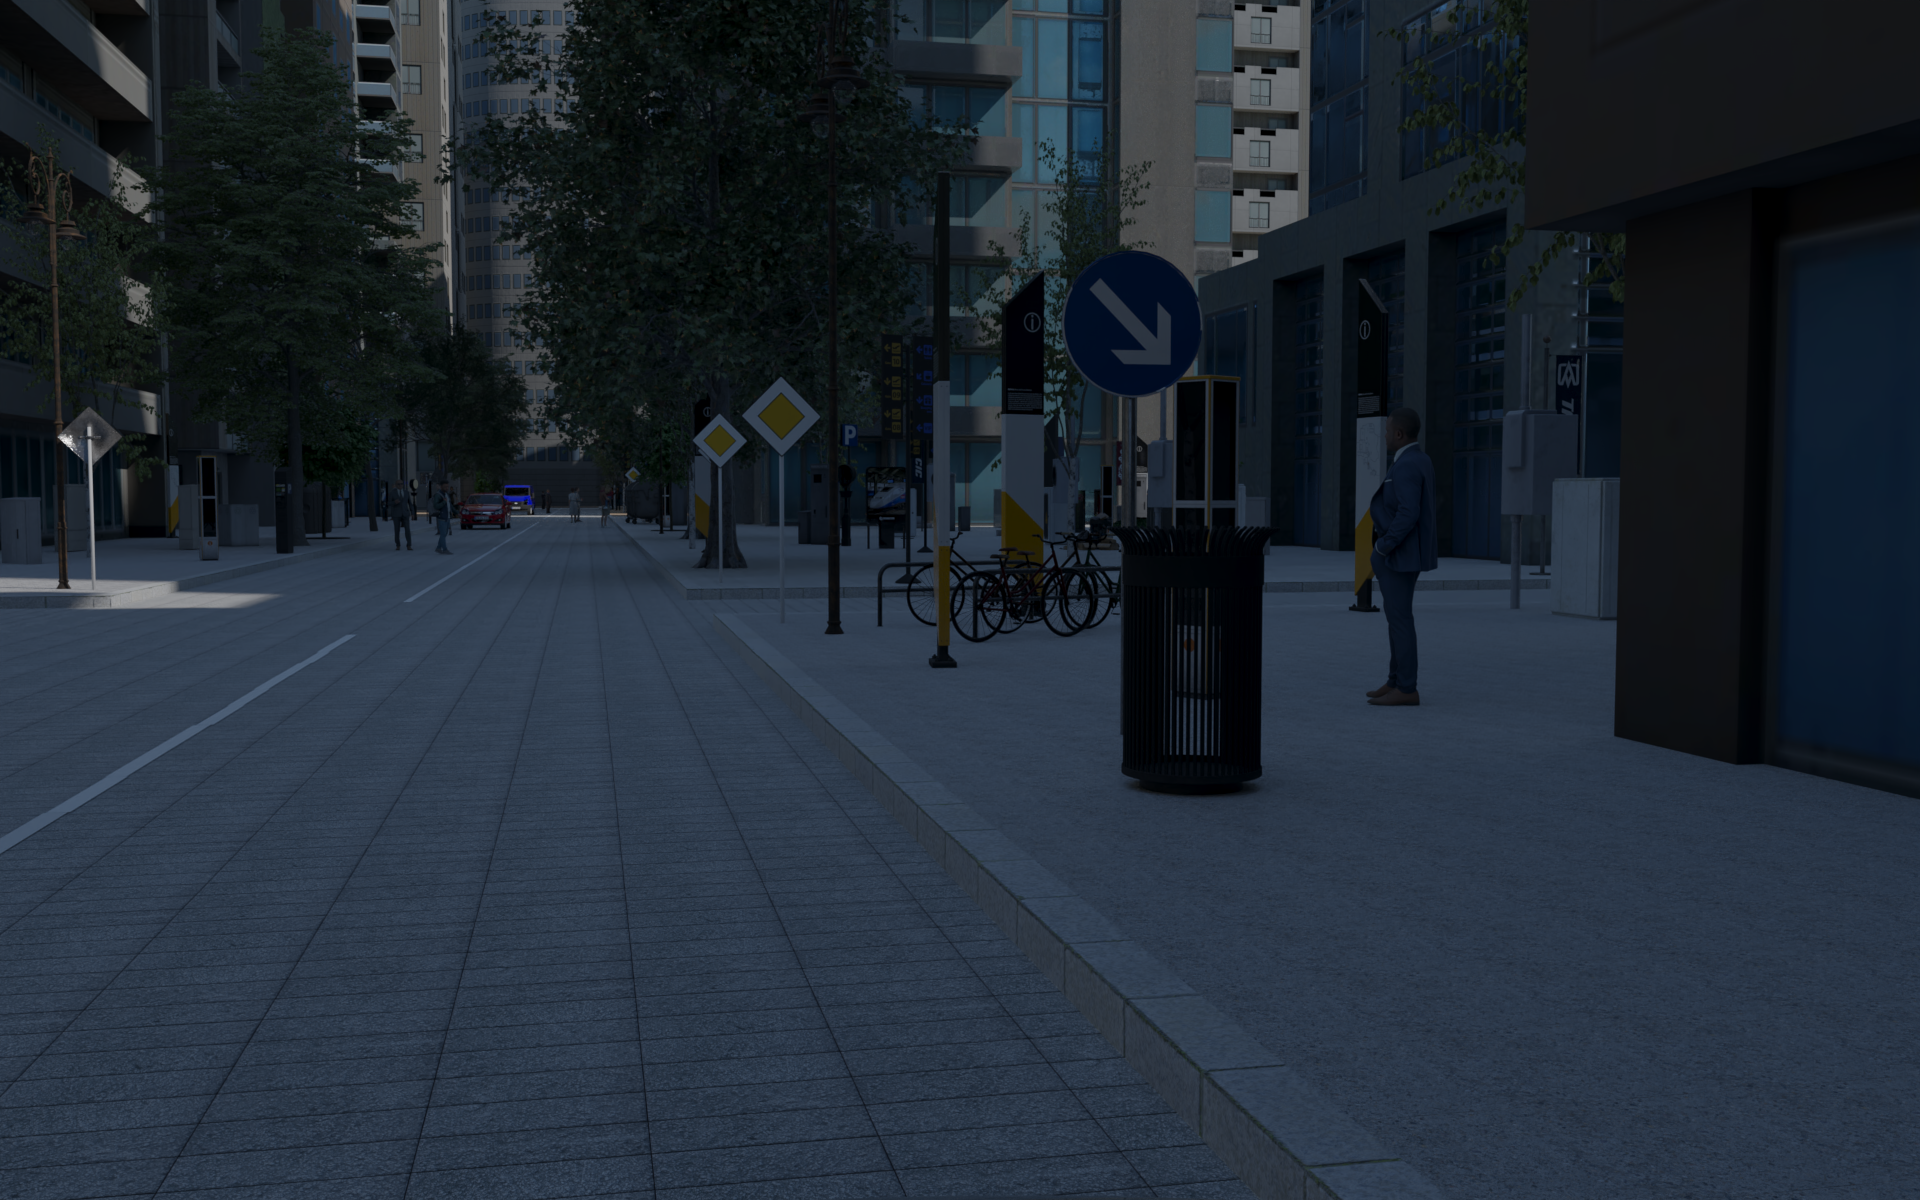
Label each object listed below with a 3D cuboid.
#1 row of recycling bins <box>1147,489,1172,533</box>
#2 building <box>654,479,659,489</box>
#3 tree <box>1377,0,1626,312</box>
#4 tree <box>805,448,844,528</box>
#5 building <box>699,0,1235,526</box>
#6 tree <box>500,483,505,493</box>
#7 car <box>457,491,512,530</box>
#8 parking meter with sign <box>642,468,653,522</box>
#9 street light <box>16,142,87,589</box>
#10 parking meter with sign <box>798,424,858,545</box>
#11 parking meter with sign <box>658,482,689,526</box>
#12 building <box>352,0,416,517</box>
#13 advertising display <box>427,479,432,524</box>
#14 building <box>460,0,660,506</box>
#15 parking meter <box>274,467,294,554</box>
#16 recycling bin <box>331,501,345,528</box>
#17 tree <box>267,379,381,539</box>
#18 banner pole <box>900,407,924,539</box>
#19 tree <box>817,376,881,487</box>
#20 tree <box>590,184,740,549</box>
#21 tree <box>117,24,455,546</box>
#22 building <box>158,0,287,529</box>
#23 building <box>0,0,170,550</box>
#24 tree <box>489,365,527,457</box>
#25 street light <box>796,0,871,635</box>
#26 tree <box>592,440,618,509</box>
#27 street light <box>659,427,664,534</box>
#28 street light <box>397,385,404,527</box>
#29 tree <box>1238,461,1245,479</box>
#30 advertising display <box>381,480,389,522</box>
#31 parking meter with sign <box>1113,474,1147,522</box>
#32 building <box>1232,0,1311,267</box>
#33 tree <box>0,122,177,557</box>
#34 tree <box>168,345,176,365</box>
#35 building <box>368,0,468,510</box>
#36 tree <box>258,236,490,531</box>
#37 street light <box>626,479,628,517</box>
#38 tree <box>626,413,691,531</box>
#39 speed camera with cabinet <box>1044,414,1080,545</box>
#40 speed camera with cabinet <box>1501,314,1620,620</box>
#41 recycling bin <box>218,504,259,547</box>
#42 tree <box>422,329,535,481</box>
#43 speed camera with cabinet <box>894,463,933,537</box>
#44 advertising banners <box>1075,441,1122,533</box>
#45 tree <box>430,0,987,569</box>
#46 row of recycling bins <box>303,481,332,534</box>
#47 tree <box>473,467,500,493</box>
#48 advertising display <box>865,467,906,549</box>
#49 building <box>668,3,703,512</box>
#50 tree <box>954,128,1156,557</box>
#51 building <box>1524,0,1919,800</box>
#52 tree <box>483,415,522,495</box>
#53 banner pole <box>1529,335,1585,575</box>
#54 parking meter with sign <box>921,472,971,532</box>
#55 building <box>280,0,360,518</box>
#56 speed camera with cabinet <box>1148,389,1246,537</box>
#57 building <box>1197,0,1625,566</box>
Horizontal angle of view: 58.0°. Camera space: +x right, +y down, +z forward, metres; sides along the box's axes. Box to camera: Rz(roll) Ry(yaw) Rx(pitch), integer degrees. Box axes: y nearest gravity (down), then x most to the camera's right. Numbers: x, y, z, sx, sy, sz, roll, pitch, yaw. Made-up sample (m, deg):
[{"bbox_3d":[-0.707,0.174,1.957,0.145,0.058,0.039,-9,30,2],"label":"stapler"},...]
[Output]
[{"bbox_3d":[6.755,-3.031,56.670,1.069,1.692,3.534,0,4,-4],"label":"row of recycling bins"},{"bbox_3d":[-16.265,-43.342,146.889,20.563,71.187,20.611,-1,4,-12],"label":"building"},{"bbox_3d":[5.731,-3.904,14.200,4.737,8.622,4.395,0,3,0],"label":"tree"},{"bbox_3d":[-4.835,-4.314,65.136,1.663,3.219,1.824,0,3,0],"label":"tree"},{"bbox_3d":[-1.103,-28.258,81.622,23.786,49.044,30.456,-1,4,-12],"label":"building"},{"bbox_3d":[-41.903,-9.907,156.583,1.663,3.219,1.824,0,3,0],"label":"tree"},{"bbox_3d":[-19.453,-3.793,71.063,2.155,1.783,4.494,-1,4,-11],"label":"car"},{"bbox_3d":[-14.498,-5.125,80.048,0.543,3.016,1.738,-1,4,-19],"label":"parking meter with sign"},{"bbox_3d":[-12.127,-3.087,23.257,0.468,5.910,1.993,-1,4,-12],"label":"street light"},{"bbox_3d":[-3.402,-2.910,43.839,1.738,3.016,0.543,3,5,40],"label":"parking meter with sign"},{"bbox_3d":[-11.456,-4.530,70.324,1.738,3.016,0.543,1,4,16],"label":"parking meter with sign"},{"bbox_3d":[-45.489,-48.567,106.737,22.319,86.520,31.000,-1,4,-12],"label":"building"},{"bbox_3d":[-22.781,-4.232,74.408,0.123,1.923,0.974,-1,4,-20],"label":"advertising display"},{"bbox_3d":[-42.439,-39.694,190.989,28.212,58.520,21.231,-1,4,-12],"label":"building"},{"bbox_3d":[-14.559,-1.932,37.300,0.255,1.863,0.399,0,4,0],"label":"parking meter"},{"bbox_3d":[-23.767,-3.234,65.424,0.722,1.027,0.722,1,4,19],"label":"recycling bin"},{"bbox_3d":[-18.239,-4.025,49.519,4.285,4.588,4.351,0,3,0],"label":"tree"},{"bbox_3d":[-1.313,-3.645,49.606,0.863,3.779,0.401,-2,4,-34],"label":"banner pole"},{"bbox_3d":[-4.548,-6.738,60.536,4.737,8.622,4.395,0,3,0],"label":"tree"},{"bbox_3d":[-6.479,-5.489,40.101,4.360,8.622,3.978,0,3,0],"label":"tree"},{"bbox_3d":[-16.254,-7.583,42.102,7.486,12.596,7.792,0,3,0],"label":"tree"},{"bbox_3d":[-33.469,-23.253,63.788,14.154,41.232,14.086,-1,4,-12],"label":"building"},{"bbox_3d":[-31.617,-25.313,37.575,21.300,48.544,21.600,-1,4,-12],"label":"building"},{"bbox_3d":[-26.371,-9.457,89.028,7.601,10.594,8.767,1,4,9],"label":"tree"},{"bbox_3d":[-1.155,-2.626,15.723,0.468,5.910,1.993,-1,4,-12],"label":"street light"},{"bbox_3d":[-29.363,-11.960,145.908,4.737,8.622,4.395,0,3,0],"label":"tree"},{"bbox_3d":[-9.599,-5.061,55.537,0.468,5.910,1.993,-1,4,-12],"label":"street light"},{"bbox_3d":[-21.493,-5.738,66.598,0.468,5.910,1.993,-1,4,-12],"label":"street light"},{"bbox_3d":[5.565,-2.801,40.398,1.663,3.219,1.824,0,3,0],"label":"tree"},{"bbox_3d":[-26.919,-4.638,81.044,0.123,1.923,0.974,-2,4,-31],"label":"advertising display"},{"bbox_3d":[6.718,-4.266,66.009,1.738,3.016,0.543,-1,4,-20],"label":"parking meter with sign"},{"bbox_3d":[28.592,-35.447,168.800,27.495,52.752,28.713,-1,4,-12],"label":"building"},{"bbox_3d":[-17.545,-5.152,34.603,4.737,8.622,4.395,0,3,0],"label":"tree"},{"bbox_3d":[-27.261,-6.365,54.433,4.360,8.622,3.978,0,3,0],"label":"tree"},{"bbox_3d":[-57.027,-34.259,149.368,27.495,52.752,28.713,-1,4,-12],"label":"building"},{"bbox_3d":[-20.526,-7.636,59.267,7.601,10.594,8.767,-1,4,-20],"label":"tree"},{"bbox_3d":[-18.840,-7.662,98.063,0.468,5.910,1.993,-1,4,-12],"label":"street light"},{"bbox_3d":[-10.061,-4.676,60.171,4.285,4.588,4.351,0,3,0],"label":"tree"},{"bbox_3d":[2.525,-3.003,43.429,0.660,3.252,2.038,0,4,-6],"label":"speed camera with cabinet"},{"bbox_3d":[6.557,-1.478,18.503,0.660,3.252,2.038,-1,4,-12],"label":"speed camera with cabinet"},{"bbox_3d":[-17.781,-1.843,42.680,0.722,1.027,0.722,3,5,41],"label":"recycling bin"},{"bbox_3d":[-37.035,-13.836,132.867,9.857,13.997,8.962,0,3,0],"label":"tree"},{"bbox_3d":[-1.341,-3.517,51.843,2.038,3.252,0.660,-1,4,-19],"label":"speed camera with cabinet"},{"bbox_3d":[4.624,-3.718,56.980,2.074,3.025,0.090,1,4,12],"label":"advertising banners"},{"bbox_3d":[-4.172,-6.907,29.943,9.611,12.733,9.660,0,3,0],"label":"tree"},{"bbox_3d":[-21.343,-3.054,57.048,1.069,1.692,3.534,-1,4,-11],"label":"row of recycling bins"},{"bbox_3d":[-33.812,-7.788,121.940,1.663,3.219,1.824,0,3,0],"label":"tree"},{"bbox_3d":[-1.724,-2.164,40.590,0.974,1.923,0.123,-1,4,-13],"label":"advertising display"},{"bbox_3d":[-9.795,-28.687,123.658,22.147,44.769,28.867,-1,4,-12],"label":"building"},{"bbox_3d":[2.162,-5.193,35.269,4.737,8.622,4.395,0,3,0],"label":"tree"},{"bbox_3d":[11.280,-21.561,2.632,14.600,45.320,14.200,-1,4,-12],"label":"building"},{"bbox_3d":[-39.808,-12.180,149.511,4.360,8.622,3.978,0,3,0],"label":"tree"},{"bbox_3d":[9.471,-2.288,27.430,0.863,3.779,0.401,-1,4,-12],"label":"banner pole"},{"bbox_3d":[-0.516,-3.869,59.512,1.738,3.016,0.543,-1,4,-19],"label":"parking meter with sign"},{"bbox_3d":[-38.041,-26.616,85.289,14.600,45.320,14.200,-1,4,-12],"label":"building"},{"bbox_3d":[3.980,-2.133,29.206,0.660,3.252,2.038,-2,4,-29],"label":"speed camera with cabinet"},{"bbox_3d":[22.968,-44.636,42.478,31.000,86.520,22.319,-1,4,-12],"label":"building"}]
